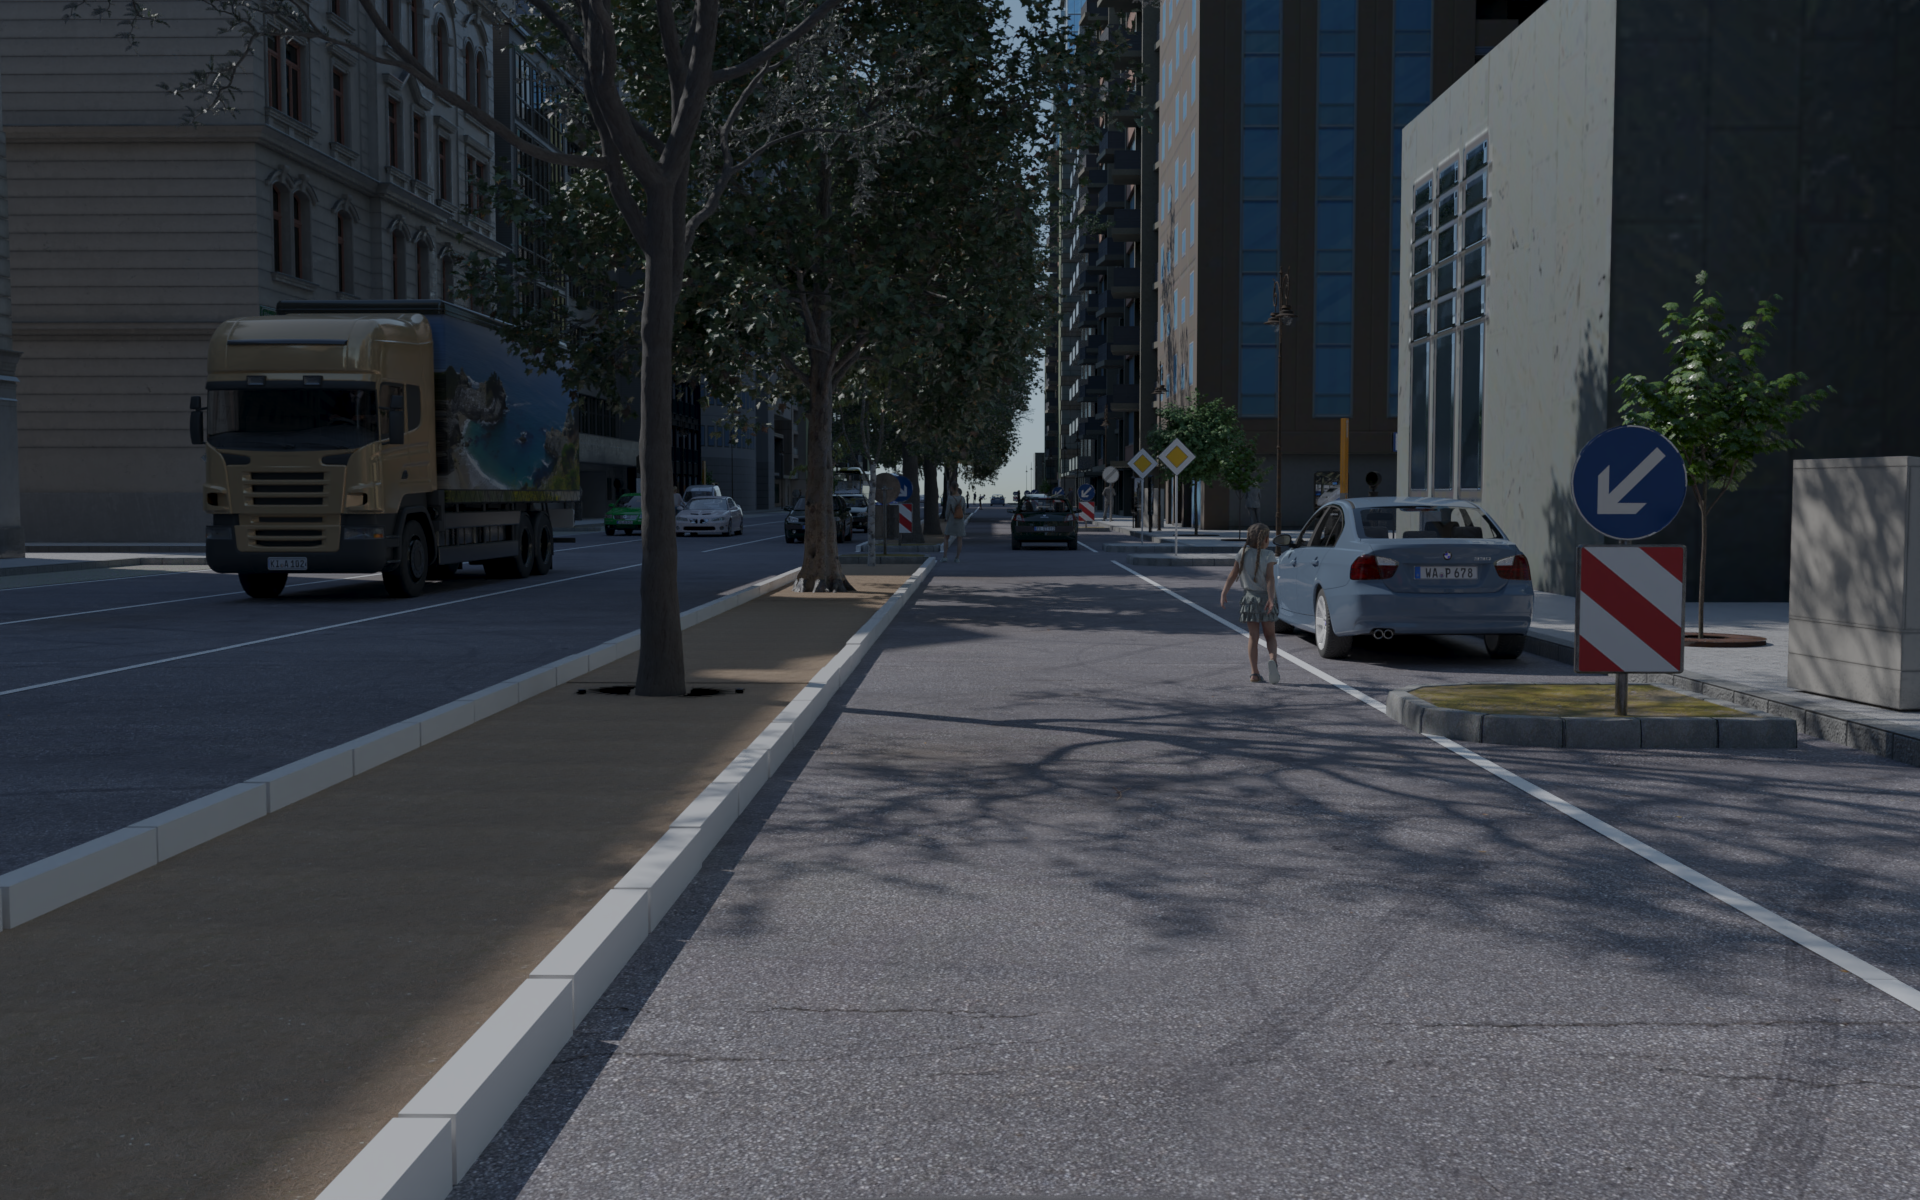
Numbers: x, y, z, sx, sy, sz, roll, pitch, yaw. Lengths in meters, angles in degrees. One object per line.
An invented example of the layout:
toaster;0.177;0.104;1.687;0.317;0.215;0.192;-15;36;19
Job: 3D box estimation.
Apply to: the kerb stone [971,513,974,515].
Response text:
kerb stone;0.595;-4.880;102.005;0.120;0.150;1.000;0;4;1

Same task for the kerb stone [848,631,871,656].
kerb stone;-0.911;0.416;15.388;0.120;0.150;1.000;0;4;1

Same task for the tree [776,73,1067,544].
tree;-1.362;-8.593;49.614;9.857;13.997;8.962;0;3;0

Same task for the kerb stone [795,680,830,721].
kerb stone;-0.973;0.667;11.288;0.120;0.150;1.000;0;4;1

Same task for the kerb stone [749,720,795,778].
kerb stone;-1.009;0.795;9.242;0.120;0.150;1.000;0;4;1

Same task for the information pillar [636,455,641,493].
information pillar;-16.691;-6.077;90.716;0.504;3.616;0.183;0;4;-7

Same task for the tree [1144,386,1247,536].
tree;7.271;-4.249;53.181;4.285;4.588;4.351;0;3;0

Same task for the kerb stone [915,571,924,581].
kerb stone;-0.698;-0.332;27.669;0.120;0.150;1.000;0;4;1

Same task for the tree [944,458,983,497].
tree;-0.513;-7.932;82.501;4.360;8.622;3.978;0;3;0

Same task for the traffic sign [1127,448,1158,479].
traffic sign;4.622;-2.538;43.693;0.795;2.593;0.064;0;4;1

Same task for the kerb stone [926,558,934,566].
kerb stone;-0.610;-0.644;32.789;0.120;0.150;1.000;0;4;1

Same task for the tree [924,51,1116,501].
tree;-0.147;-13.120;72.857;12.611;20.169;13.585;0;3;0

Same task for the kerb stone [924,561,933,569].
kerb stone;-0.622;-0.581;31.766;0.120;0.150;1.000;0;4;1

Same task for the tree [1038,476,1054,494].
tree;9.123;-11.778;187.163;1.663;3.219;1.824;0;3;0

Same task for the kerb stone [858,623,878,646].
kerb stone;-0.892;0.354;16.410;0.120;0.150;1.000;0;4;1

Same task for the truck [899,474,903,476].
truck;-8.590;-15.603;244.029;2.839;4.237;11.283;0;4;3

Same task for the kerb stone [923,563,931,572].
kerb stone;-0.641;-0.523;30.744;0.120;0.150;1.000;0;4;1

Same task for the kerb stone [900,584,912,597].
kerb stone;-0.770;-0.084;23.575;0.120;0.150;1.000;0;4;1

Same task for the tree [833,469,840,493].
tree;-14.716;-12.959;195.595;4.285;4.588;4.351;0;3;0

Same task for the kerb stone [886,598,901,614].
kerb stone;-0.819;0.108;20.506;0.120;0.150;1.000;0;4;1

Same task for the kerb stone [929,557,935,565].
kerb stone;-0.592;-0.708;33.811;0.120;0.150;1.000;0;4;1

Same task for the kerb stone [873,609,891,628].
kerb stone;-0.855;0.228;18.461;0.120;0.150;1.000;0;4;1

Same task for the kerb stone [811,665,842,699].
kerb stone;-0.963;0.604;12.317;0.120;0.150;1.000;0;4;1

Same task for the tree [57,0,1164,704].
tree;-2.163;-6.071;12.086;12.009;13.543;11.850;0;3;0

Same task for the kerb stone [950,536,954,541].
kerb stone;-0.316;-1.681;49.676;0.120;0.150;1.000;0;4;1

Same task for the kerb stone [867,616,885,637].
kerb stone;-0.874;0.295;17.438;0.120;0.150;1.000;0;4;1

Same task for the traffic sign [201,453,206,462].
traffic sign;-15.407;-2.072;36.071;0.795;2.593;0.064;0;4;1

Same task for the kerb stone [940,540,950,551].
kerb stone;-0.392;-1.430;45.584;0.120;0.150;1.000;0;4;1

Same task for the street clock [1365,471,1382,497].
street clock;13.193;-3.102;55.285;0.471;2.002;0.358;3;5;44

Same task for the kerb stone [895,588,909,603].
kerb stone;-0.784;-0.022;22.551;0.120;0.150;1.000;0;4;1

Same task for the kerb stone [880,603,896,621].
kerb stone;-0.836;0.166;19.483;0.120;0.150;1.000;0;4;1

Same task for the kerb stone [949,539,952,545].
kerb stone;-0.367;-1.493;46.611;0.120;0.150;1.000;0;4;1

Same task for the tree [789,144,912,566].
tree;-1.781;-4.975;34.167;4.737;8.622;4.395;0;3;0

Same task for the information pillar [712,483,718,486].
information pillar;-16.290;-6.773;115.237;0.304;2.012;0.304;-3;5;-42

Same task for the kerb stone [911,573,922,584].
kerb stone;-0.710;-0.272;26.647;0.120;0.150;1.000;0;4;1

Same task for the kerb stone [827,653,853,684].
kerb stone;-0.940;0.546;13.340;0.120;0.150;1.000;0;4;1

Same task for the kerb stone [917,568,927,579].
kerb stone;-0.670;-0.396;28.696;0.120;0.150;1.000;0;4;1

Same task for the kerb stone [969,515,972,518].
kerb stone;0.442;-4.380;93.802;0.120;0.150;1.000;0;4;1

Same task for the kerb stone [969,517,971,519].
kerb stone;0.348;-4.061;88.677;0.120;0.150;1.000;0;4;1

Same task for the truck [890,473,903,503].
truck;-8.964;-14.626;228.890;2.967;4.110;18.799;0;4;1

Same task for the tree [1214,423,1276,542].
tree;7.773;-3.218;47.216;1.663;3.219;1.824;0;3;0

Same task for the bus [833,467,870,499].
bus;-9.961;-10.443;162.284;2.896;3.916;12.252;0;4;2

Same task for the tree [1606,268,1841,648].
tree;6.380;-1.248;15.006;1.663;3.219;1.824;0;3;0

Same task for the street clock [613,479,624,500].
street clock;-16.259;-4.768;82.524;0.471;2.002;0.358;2;4;30

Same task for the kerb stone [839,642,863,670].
kerb stone;-0.920;0.488;14.366;0.120;0.150;1.000;0;4;1

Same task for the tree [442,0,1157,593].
tree;-2.040;-6.452;24.955;9.611;12.733;9.660;0;3;0

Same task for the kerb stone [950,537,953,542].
kerb stone;-0.329;-1.618;48.654;0.120;0.150;1.000;0;4;1

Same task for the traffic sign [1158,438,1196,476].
traffic sign;4.484;-2.050;35.709;0.795;2.593;0.064;0;4;1

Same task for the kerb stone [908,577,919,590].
kerb stone;-0.730;-0.210;25.625;0.120;0.150;1.000;0;4;1

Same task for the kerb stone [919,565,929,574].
kerb stone;-0.655;-0.458;29.718;0.120;0.150;1.000;0;4;1

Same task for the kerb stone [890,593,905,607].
kerb stone;-0.806;0.043;21.528;0.120;0.150;1.000;0;4;1

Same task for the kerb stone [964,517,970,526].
kerb stone;0.308;-3.877;85.591;0.120;0.150;1.000;0;4;1

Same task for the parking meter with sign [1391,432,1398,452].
parking meter with sign;12.819;-3.181;48.276;0.543;3.016;1.738;-2;4;-29

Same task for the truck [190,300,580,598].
truck;-8.577;-2.348;27.310;2.839;4.237;11.283;0;4;2

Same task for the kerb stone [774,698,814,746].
kerb stone;-0.990;0.730;10.266;0.120;0.150;1.000;0;4;1

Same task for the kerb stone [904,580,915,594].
kerb stone;-0.750;-0.143;24.600;0.120;0.150;1.000;0;4;1

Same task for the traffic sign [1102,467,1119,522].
traffic sign;6.962;-4.894;80.123;0.768;2.556;0.104;0;4;5

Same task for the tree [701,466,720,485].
tree;-17.087;-7.511;117.411;1.663;3.219;1.824;0;3;0
